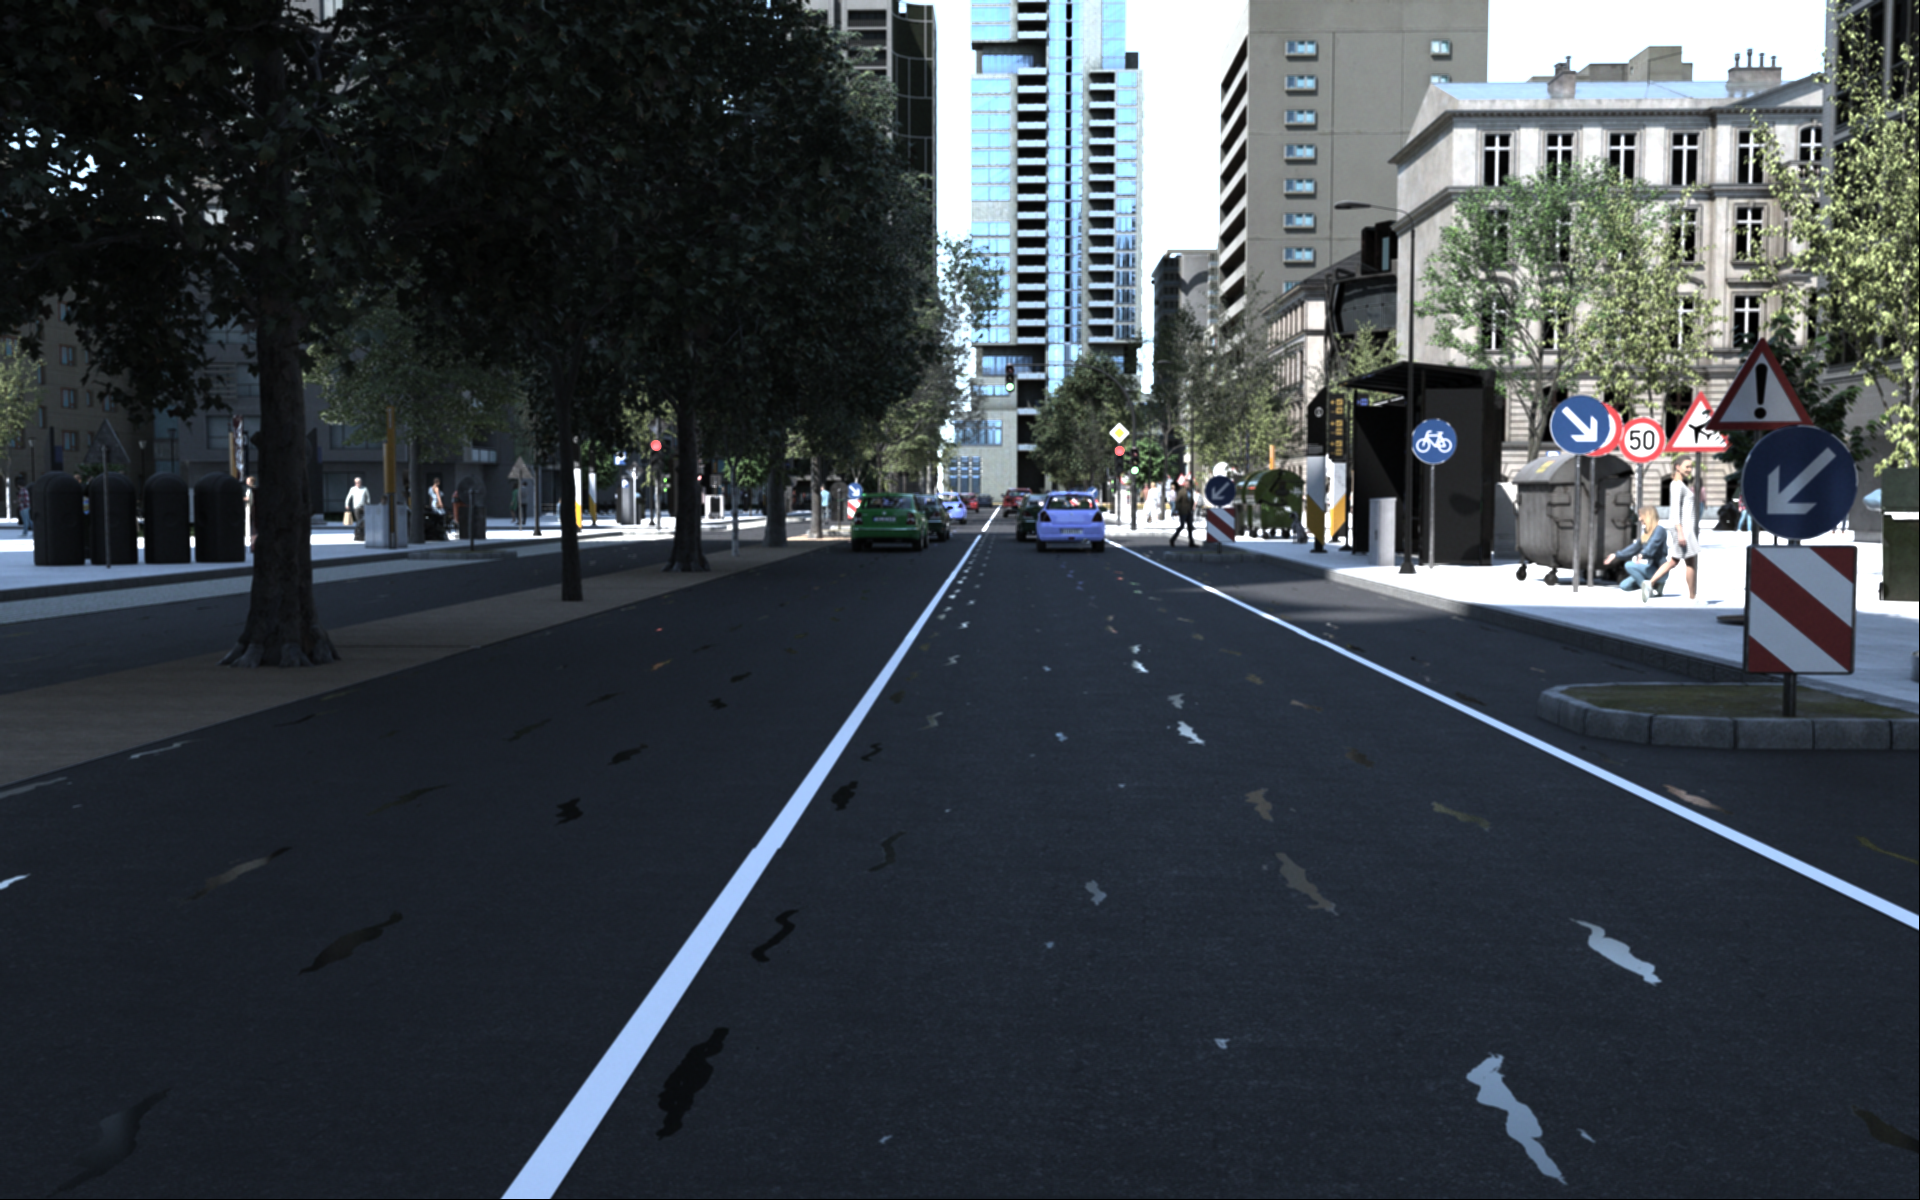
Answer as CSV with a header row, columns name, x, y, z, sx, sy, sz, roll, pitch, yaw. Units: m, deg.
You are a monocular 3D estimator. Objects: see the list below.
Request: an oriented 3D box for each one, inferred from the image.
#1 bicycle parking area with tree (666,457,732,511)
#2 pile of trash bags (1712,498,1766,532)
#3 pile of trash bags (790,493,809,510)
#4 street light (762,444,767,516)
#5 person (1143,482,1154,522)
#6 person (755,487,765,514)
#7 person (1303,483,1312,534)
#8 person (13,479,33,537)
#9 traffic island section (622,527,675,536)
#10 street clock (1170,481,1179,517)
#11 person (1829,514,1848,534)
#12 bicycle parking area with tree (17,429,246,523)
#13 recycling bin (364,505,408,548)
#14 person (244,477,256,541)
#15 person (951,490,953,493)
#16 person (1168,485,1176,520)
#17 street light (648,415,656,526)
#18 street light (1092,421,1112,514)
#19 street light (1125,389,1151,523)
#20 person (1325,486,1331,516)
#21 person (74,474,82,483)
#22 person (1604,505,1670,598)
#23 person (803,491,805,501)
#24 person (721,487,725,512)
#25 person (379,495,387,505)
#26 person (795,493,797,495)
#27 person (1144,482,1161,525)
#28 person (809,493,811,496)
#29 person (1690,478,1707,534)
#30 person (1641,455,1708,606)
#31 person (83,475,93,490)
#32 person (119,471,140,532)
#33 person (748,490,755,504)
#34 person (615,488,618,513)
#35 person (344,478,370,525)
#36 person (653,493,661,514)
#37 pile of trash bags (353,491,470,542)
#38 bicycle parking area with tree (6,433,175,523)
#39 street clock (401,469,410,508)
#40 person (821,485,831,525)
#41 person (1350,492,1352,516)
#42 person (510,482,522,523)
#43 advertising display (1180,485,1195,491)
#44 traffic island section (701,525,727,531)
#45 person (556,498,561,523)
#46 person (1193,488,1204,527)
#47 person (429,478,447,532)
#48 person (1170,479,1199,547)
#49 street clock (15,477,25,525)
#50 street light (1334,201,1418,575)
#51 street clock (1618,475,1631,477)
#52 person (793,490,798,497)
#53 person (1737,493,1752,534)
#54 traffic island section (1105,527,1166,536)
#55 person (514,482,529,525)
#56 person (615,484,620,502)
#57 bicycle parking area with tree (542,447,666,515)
name,x,y,z,sx,sy,sz,roll,pitch,yaw
bicycle parking area with tree,-21.311,-8.752,130.093,8.231,4.147,9.016,1,4,21
pile of trash bags,27.168,-3.008,58.928,1.912,1.369,3.447,0,4,-2
pile of trash bags,-12.870,-7.863,138.308,1.912,1.369,3.447,1,4,12
street light,-10.911,-7.907,101.824,1.470,5.913,1.316,0,4,2
person,8.765,-4.535,80.157,0.580,1.828,0.573,0,4,-6
person,-12.981,-6.470,112.233,0.834,1.777,0.661,-1,4,-15
person,11.204,-3.037,55.894,0.583,1.804,0.606,-1,4,-10
person,-27.960,-2.749,51.826,0.643,1.720,0.563,-2,4,-27
traffic island section,-10.646,-2.374,61.093,2.009,0.180,2.903,0,4,2
street clock,12.250,-5.771,98.922,0.471,2.002,0.358,0,4,-1
person,28.164,-3.003,55.331,0.721,1.800,0.419,1,4,16
bicycle parking area with tree,-36.526,-5.551,77.764,9.016,4.147,8.231,-3,5,-40
recycling bin,-13.674,-1.756,41.263,0.722,1.027,0.722,2,4,32
person,-19.294,-2.478,47.105,0.519,1.759,0.362,3,4,36
person,-0.780,-7.786,136.474,0.598,1.740,0.731,0,4,-6
person,10.535,-4.839,85.829,0.731,1.740,0.598,3,5,43
street light,-11.769,-5.901,69.019,1.470,5.913,1.316,0,4,2
street light,9.051,-8.396,109.819,1.470,5.913,1.316,0,4,2
street light,7.904,-6.390,77.022,1.470,5.913,1.316,0,4,2
person,14.046,-3.459,65.254,0.606,1.804,0.583,1,4,18
person,-23.909,-2.492,46.887,0.616,1.811,0.778,3,4,38
person,8.414,-0.602,21.380,0.738,1.151,1.012,1,4,12
person,-20.226,-13.255,225.180,0.705,1.831,1.348,-1,4,-22
person,-16.623,-7.014,121.145,0.534,1.772,0.576,-2,4,-25
person,-14.985,-2.092,44.930,0.352,1.250,0.332,1,4,15
person,-19.137,-11.649,199.742,0.697,1.427,0.421,-2,4,-35
person,8.068,-4.041,72.467,0.694,1.780,0.624,0,4,-2
person,-11.462,-7.833,134.292,0.466,1.800,0.511,1,4,9
person,23.533,-3.006,55.199,0.555,1.821,0.388,1,4,14
person,8.217,-0.797,19.827,0.760,1.731,0.466,-1,4,-9
person,-28.074,-3.094,55.993,0.474,1.900,0.648,-2,4,-26
person,-20.248,-2.190,41.834,0.713,1.824,0.794,0,4,2
person,-20.282,-9.856,168.017,0.721,1.723,1.217,2,4,26
person,-23.118,-6.731,117.102,0.512,1.701,0.522,1,4,15
person,-18.146,-2.788,52.119,0.782,1.767,0.515,-1,4,-21
person,-19.211,-6.253,110.092,0.589,1.601,0.330,2,4,29
pile of trash bags,-14.871,-2.327,47.796,1.912,1.369,3.447,2,4,34
bicycle parking area with tree,-45.202,-6.294,89.903,8.231,4.147,9.016,-1,4,-23
street clock,-16.118,-2.811,50.524,0.358,2.002,0.471,-1,4,-20
person,-6.382,-4.464,81.349,0.638,1.841,0.748,0,4,1
person,23.385,-5.860,102.859,0.522,1.701,0.512,3,4,37
person,-19.659,-4.306,76.699,0.529,1.795,0.600,0,4,1
advertising display,14.022,-6.211,106.760,0.974,1.923,0.123,2,4,31
traffic island section,-10.423,-2.862,69.075,2.009,0.180,2.903,0,4,2
person,-17.518,-3.972,76.485,0.738,1.151,1.012,-2,4,-33
person,9.280,-3.612,67.694,0.523,1.515,0.503,1,4,12
person,-17.308,-3.124,57.208,0.778,1.811,0.616,-3,4,-38
person,6.063,-2.353,46.880,0.836,1.842,0.656,2,4,25
street clock,-38.815,-4.097,71.548,0.471,2.002,0.358,3,5,44
street light,6.633,-3.368,27.605,1.470,5.913,1.316,0,4,2
street clock,23.293,-3.436,60.746,0.358,2.002,0.471,-1,4,-19
person,-21.095,-13.154,221.054,0.705,1.831,1.348,1,4,22
person,25.276,-2.979,55.592,0.563,1.720,0.643,0,4,7
traffic island section,6.089,-2.345,60.624,2.009,0.180,2.903,0,4,2
person,-18.192,-4.016,71.893,0.592,1.802,0.473,-2,4,-33
person,-19.044,-5.599,97.435,0.795,1.843,0.661,3,5,44
bicycle parking area with tree,-24.645,-7.435,108.562,9.016,4.147,8.231,1,4,21
